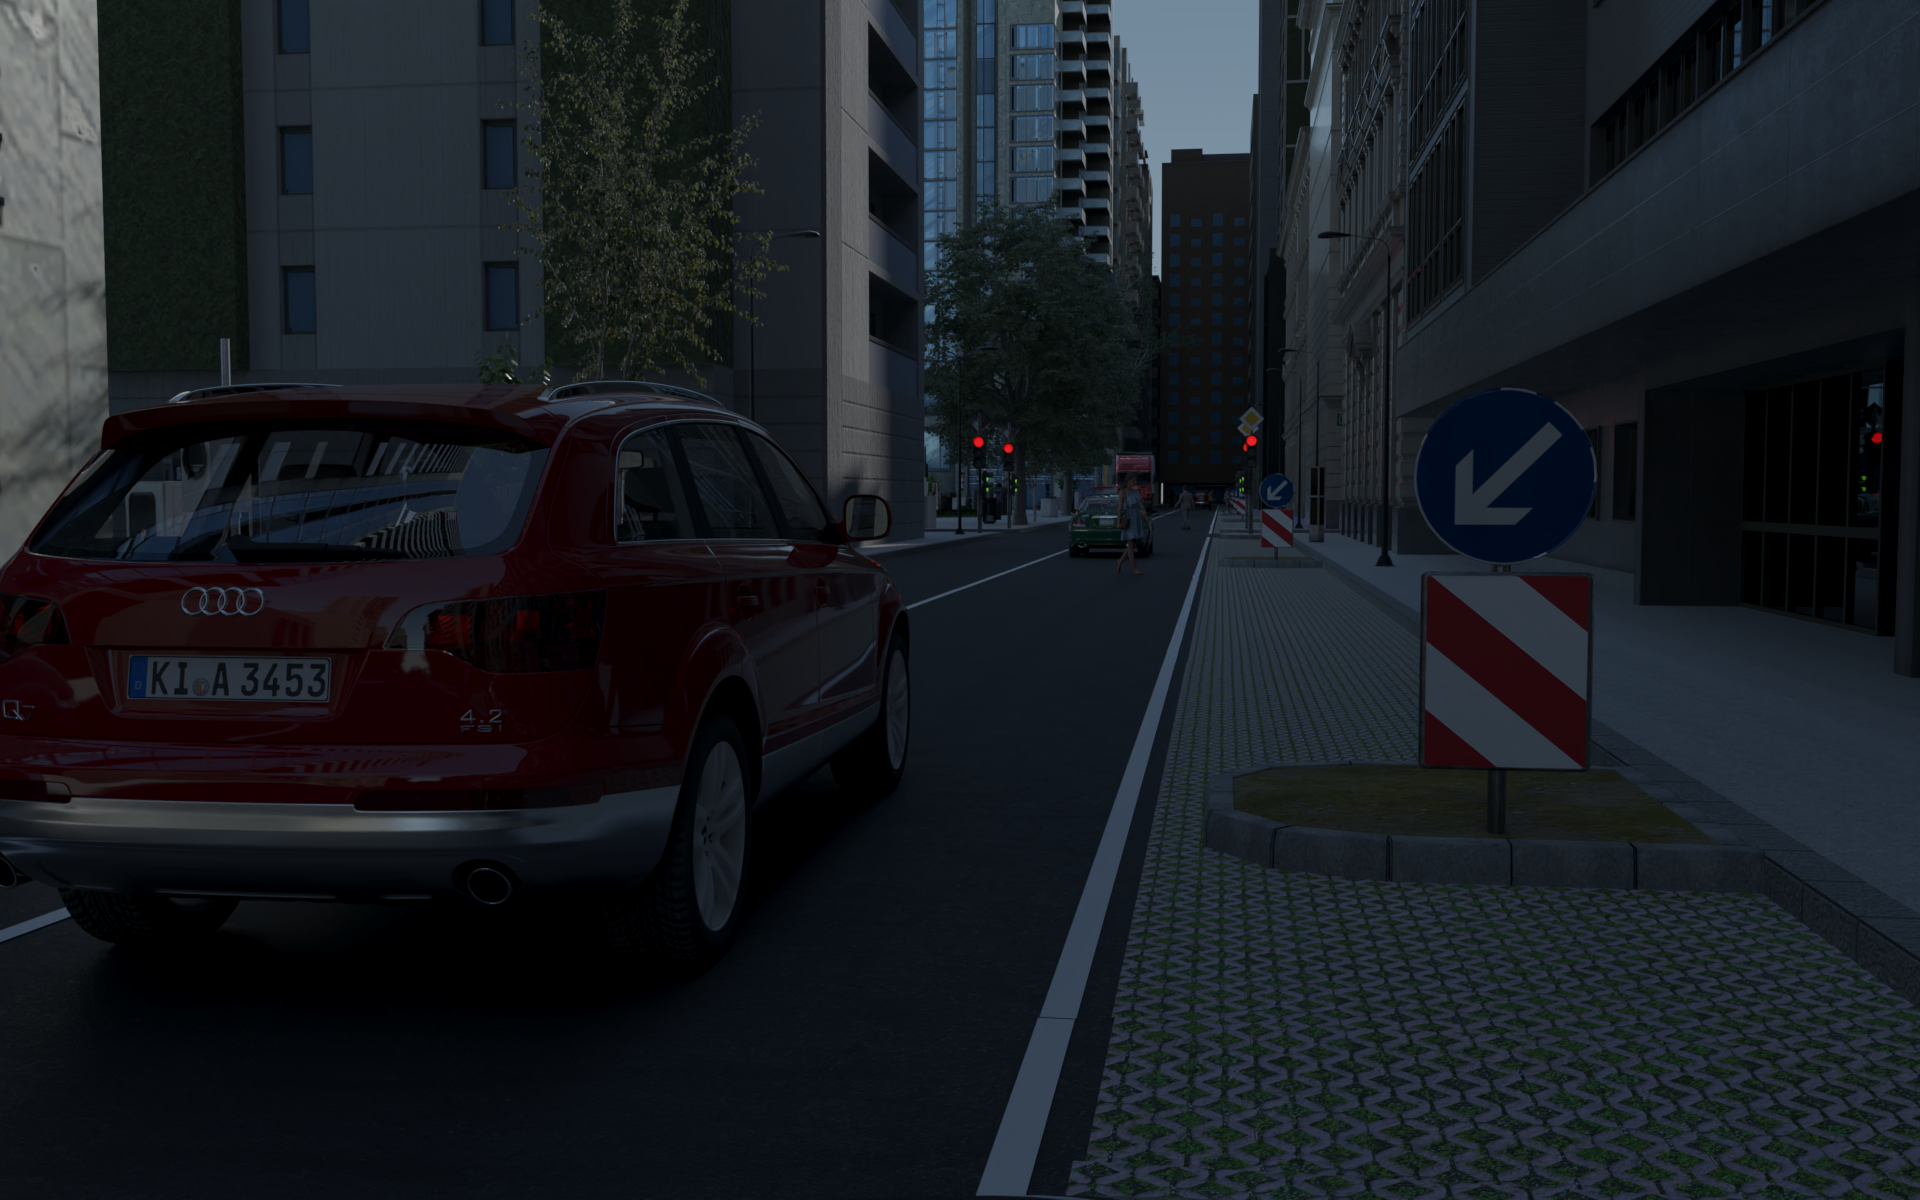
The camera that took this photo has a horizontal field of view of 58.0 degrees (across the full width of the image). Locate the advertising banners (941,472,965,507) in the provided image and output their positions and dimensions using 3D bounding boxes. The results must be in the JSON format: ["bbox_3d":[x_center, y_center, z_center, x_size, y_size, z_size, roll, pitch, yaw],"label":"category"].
[{"bbox_3d":[-0.572,-8.659,137.764,2.074,3.025,0.090,-1,4,-13],"label":"advertising banners"}]

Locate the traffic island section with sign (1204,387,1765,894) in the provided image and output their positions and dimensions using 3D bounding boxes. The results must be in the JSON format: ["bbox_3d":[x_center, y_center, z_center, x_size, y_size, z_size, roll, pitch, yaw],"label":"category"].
[{"bbox_3d":[2.038,0.085,7.241,1.989,1.847,2.006,1,4,9],"label":"traffic island section with sign"}]

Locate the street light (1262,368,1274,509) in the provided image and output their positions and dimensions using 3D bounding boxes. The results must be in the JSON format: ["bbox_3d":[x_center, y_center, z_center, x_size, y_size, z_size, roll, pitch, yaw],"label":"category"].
[{"bbox_3d":[12.032,-5.600,64.104,1.470,5.913,1.316,1,4,9],"label":"street light"}]

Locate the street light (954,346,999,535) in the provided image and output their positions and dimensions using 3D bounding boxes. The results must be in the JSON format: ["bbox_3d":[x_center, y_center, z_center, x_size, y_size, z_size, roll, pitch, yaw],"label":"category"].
[{"bbox_3d":[0.528,-5.025,54.697,1.470,5.913,1.316,1,4,9],"label":"street light"}]

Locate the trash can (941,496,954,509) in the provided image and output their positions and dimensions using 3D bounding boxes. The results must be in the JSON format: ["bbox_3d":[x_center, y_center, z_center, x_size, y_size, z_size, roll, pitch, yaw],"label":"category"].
[{"bbox_3d":[-0.761,-5.681,104.536,0.748,1.137,0.748,0,3,0],"label":"trash can"}]

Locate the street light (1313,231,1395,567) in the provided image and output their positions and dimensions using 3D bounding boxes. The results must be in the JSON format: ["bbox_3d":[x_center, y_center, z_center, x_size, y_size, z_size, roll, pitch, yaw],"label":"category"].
[{"bbox_3d":[7.013,-3.557,30.698,1.470,5.913,1.316,1,4,9],"label":"street light"}]

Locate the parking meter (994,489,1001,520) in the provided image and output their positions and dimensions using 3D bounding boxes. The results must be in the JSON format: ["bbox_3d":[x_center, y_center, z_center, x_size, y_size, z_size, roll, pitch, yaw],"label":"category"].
[{"bbox_3d":[1.860,-4.733,85.795,0.372,1.533,0.369,0,3,0],"label":"parking meter"}]

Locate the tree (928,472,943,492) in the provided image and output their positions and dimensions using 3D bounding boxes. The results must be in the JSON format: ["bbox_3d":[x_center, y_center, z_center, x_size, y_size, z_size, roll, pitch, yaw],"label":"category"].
[{"bbox_3d":[-2.363,-8.879,139.774,1.663,3.219,1.824,0,3,0],"label":"tree"}]

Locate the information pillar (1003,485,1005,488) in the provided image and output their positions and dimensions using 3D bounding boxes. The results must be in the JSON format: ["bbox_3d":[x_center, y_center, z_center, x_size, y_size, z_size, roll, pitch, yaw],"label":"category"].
[{"bbox_3d":[3.271,-7.951,134.492,0.304,2.012,0.304,3,5,45],"label":"information pillar"}]

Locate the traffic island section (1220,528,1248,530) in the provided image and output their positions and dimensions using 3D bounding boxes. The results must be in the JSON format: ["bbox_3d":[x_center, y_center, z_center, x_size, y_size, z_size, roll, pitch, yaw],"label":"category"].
[{"bbox_3d":[10.567,-2.529,63.635,2.009,0.180,2.903,1,4,9],"label":"traffic island section"}]

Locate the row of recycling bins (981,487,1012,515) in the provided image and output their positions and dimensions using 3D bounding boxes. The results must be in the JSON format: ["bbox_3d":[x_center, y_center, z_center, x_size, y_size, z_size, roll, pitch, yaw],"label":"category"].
[{"bbox_3d":[2.373,-6.012,105.414,1.069,1.692,3.534,1,4,16],"label":"row of recycling bins"}]

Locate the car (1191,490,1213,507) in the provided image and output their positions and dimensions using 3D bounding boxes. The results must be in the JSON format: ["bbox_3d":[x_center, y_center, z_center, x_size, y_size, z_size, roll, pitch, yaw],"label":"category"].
[{"bbox_3d":[23.587,-9.823,169.280,2.281,1.827,5.304,1,4,8],"label":"car"}]

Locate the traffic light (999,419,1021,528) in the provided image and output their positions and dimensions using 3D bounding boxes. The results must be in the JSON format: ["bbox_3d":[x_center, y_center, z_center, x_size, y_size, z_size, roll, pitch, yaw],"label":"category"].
[{"bbox_3d":[1.863,-4.642,64.817,0.839,4.253,0.868,1,4,9],"label":"traffic light"}]

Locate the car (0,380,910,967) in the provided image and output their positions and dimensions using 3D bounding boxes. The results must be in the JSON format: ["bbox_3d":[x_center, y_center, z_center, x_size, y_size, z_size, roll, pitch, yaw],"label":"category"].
[{"bbox_3d":[-1.510,0.108,6.900,2.281,1.827,5.304,0,4,8],"label":"car"}]

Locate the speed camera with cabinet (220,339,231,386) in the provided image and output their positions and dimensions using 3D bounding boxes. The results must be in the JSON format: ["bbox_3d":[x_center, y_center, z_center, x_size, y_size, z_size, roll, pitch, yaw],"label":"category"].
[{"bbox_3d":[-10.020,-1.716,22.395,2.038,3.252,0.660,3,4,36],"label":"speed camera with cabinet"}]

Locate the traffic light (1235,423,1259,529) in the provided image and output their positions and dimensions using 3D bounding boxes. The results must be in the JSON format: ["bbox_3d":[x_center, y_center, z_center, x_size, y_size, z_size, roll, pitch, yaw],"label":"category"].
[{"bbox_3d":[10.529,-4.563,63.527,0.839,4.253,0.868,1,4,9],"label":"traffic light"}]

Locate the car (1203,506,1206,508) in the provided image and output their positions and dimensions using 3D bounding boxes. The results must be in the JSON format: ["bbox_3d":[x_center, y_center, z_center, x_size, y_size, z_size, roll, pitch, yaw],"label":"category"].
[{"bbox_3d":[24.553,-10.433,179.380,1.959,1.807,4.718,1,4,10],"label":"car"}]

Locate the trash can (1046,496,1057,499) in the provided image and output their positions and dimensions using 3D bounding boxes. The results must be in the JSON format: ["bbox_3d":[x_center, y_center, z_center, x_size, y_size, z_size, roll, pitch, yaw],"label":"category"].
[{"bbox_3d":[6.043,-6.296,114.588,0.748,1.137,0.748,0,3,0],"label":"trash can"}]

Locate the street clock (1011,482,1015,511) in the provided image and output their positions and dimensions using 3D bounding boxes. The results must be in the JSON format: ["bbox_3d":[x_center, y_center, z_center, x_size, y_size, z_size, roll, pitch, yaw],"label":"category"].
[{"bbox_3d":[2.734,-4.970,85.834,0.471,2.002,0.358,0,4,2],"label":"street clock"}]

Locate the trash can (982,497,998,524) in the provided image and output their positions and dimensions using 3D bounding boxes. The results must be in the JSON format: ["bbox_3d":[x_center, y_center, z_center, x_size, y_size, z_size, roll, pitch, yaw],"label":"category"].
[{"bbox_3d":[1.266,-3.872,74.957,0.748,1.137,0.748,0,3,0],"label":"trash can"}]

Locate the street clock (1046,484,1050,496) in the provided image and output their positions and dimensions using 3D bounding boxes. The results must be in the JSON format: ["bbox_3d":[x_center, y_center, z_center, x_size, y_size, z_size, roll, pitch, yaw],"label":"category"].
[{"bbox_3d":[6.149,-7.136,121.236,0.358,2.002,0.471,1,4,9],"label":"street clock"}]

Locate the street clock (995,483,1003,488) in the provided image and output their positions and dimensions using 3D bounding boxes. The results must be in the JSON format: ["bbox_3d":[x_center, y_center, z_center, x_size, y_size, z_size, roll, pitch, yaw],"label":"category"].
[{"bbox_3d":[2.567,-6.689,113.933,0.471,2.002,0.358,-3,5,-41],"label":"street clock"}]

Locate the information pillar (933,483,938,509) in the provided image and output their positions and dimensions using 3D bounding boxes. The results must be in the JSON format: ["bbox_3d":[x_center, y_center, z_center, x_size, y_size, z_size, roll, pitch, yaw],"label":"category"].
[{"bbox_3d":[-1.660,-6.812,115.861,0.304,2.012,0.304,0,4,7],"label":"information pillar"}]

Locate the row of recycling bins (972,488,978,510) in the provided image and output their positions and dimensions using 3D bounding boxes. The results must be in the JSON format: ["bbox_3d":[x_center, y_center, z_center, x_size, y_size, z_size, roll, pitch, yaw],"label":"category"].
[{"bbox_3d":[1.511,-6.226,108.913,1.069,1.692,3.534,1,4,13],"label":"row of recycling bins"}]

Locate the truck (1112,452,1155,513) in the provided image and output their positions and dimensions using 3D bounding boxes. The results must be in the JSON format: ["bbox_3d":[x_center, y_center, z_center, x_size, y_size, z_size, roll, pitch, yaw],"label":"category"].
[{"bbox_3d":[11.922,-7.884,117.818,2.839,4.237,11.283,0,4,7],"label":"truck"}]

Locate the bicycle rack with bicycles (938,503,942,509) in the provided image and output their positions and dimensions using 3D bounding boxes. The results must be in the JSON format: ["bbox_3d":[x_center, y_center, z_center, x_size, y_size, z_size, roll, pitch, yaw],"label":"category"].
[{"bbox_3d":[-2.302,-6.817,124.837,2.925,0.926,2.852,1,4,11],"label":"bicycle rack with bicycles"}]

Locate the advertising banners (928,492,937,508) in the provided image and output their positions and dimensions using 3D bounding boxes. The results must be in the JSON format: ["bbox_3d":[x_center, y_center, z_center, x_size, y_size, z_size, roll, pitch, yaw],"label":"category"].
[{"bbox_3d":[-2.315,-6.316,99.450,2.074,3.025,0.090,1,4,22],"label":"advertising banners"}]

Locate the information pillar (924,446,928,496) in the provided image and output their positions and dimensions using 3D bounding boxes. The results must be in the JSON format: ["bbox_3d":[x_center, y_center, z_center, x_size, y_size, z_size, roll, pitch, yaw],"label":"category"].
[{"bbox_3d":[-1.849,-5.715,84.799,0.504,3.616,0.183,3,5,39],"label":"information pillar"}]

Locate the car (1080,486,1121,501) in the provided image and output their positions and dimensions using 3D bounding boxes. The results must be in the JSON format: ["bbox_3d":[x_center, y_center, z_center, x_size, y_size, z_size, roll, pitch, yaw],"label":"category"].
[{"bbox_3d":[7.207,-4.779,86.806,2.281,1.827,5.304,1,4,10],"label":"car"}]

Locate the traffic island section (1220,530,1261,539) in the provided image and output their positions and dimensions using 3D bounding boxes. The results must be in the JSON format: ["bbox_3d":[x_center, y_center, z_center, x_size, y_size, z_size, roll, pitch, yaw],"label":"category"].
[{"bbox_3d":[9.372,-2.046,55.739,2.009,0.180,2.903,1,4,9],"label":"traffic island section"}]

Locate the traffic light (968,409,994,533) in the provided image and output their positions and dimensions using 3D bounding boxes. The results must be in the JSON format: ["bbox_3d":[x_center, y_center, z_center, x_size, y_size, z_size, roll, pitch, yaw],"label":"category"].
[{"bbox_3d":[0.669,-4.159,56.922,0.839,4.253,0.868,1,4,9],"label":"traffic light"}]

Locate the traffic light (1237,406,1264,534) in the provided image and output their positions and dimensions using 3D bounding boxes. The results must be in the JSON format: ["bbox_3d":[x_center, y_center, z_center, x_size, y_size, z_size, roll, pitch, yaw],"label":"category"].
[{"bbox_3d":[9.334,-4.080,55.631,0.839,4.253,0.868,1,4,9],"label":"traffic light"}]

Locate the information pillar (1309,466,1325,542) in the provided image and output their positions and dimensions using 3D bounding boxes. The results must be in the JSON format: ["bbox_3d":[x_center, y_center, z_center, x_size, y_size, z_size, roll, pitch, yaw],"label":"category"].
[{"bbox_3d":[9.521,-2.549,46.176,0.304,2.012,0.304,3,5,44],"label":"information pillar"}]

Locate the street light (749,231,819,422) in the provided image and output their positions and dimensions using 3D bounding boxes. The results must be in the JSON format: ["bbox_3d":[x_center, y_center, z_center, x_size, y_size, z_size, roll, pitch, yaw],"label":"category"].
[{"bbox_3d":[-3.174,-3.563,30.793,1.470,5.913,1.316,1,4,9],"label":"street light"}]

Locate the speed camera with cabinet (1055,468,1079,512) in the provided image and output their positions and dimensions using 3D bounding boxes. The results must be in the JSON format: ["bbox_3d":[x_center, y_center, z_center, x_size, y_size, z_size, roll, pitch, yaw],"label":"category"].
[{"bbox_3d":[7.572,-7.868,122.983,0.660,3.252,2.038,3,5,43],"label":"speed camera with cabinet"}]

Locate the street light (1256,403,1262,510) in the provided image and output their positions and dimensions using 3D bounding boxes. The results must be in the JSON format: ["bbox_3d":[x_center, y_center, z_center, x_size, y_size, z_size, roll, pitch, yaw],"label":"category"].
[{"bbox_3d":[15.816,-7.098,88.597,1.470,5.913,1.316,1,4,9],"label":"street light"}]

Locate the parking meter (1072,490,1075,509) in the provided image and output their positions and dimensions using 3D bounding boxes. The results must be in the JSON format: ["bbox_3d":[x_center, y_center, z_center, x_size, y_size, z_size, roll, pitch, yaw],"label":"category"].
[{"bbox_3d":[6.629,-5.783,102.960,0.372,1.533,0.369,0,3,0],"label":"parking meter"}]

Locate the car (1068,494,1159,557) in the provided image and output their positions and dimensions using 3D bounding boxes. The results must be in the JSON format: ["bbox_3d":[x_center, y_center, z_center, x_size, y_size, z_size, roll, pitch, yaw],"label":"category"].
[{"bbox_3d":[3.588,-1.770,40.732,2.131,1.459,4.920,1,4,8],"label":"car"}]

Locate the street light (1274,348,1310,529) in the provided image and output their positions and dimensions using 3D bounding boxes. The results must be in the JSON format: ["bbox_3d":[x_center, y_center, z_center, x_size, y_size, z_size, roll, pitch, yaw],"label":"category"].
[{"bbox_3d":[10.853,-5.061,55.287,1.470,5.913,1.316,1,4,9],"label":"street light"}]
